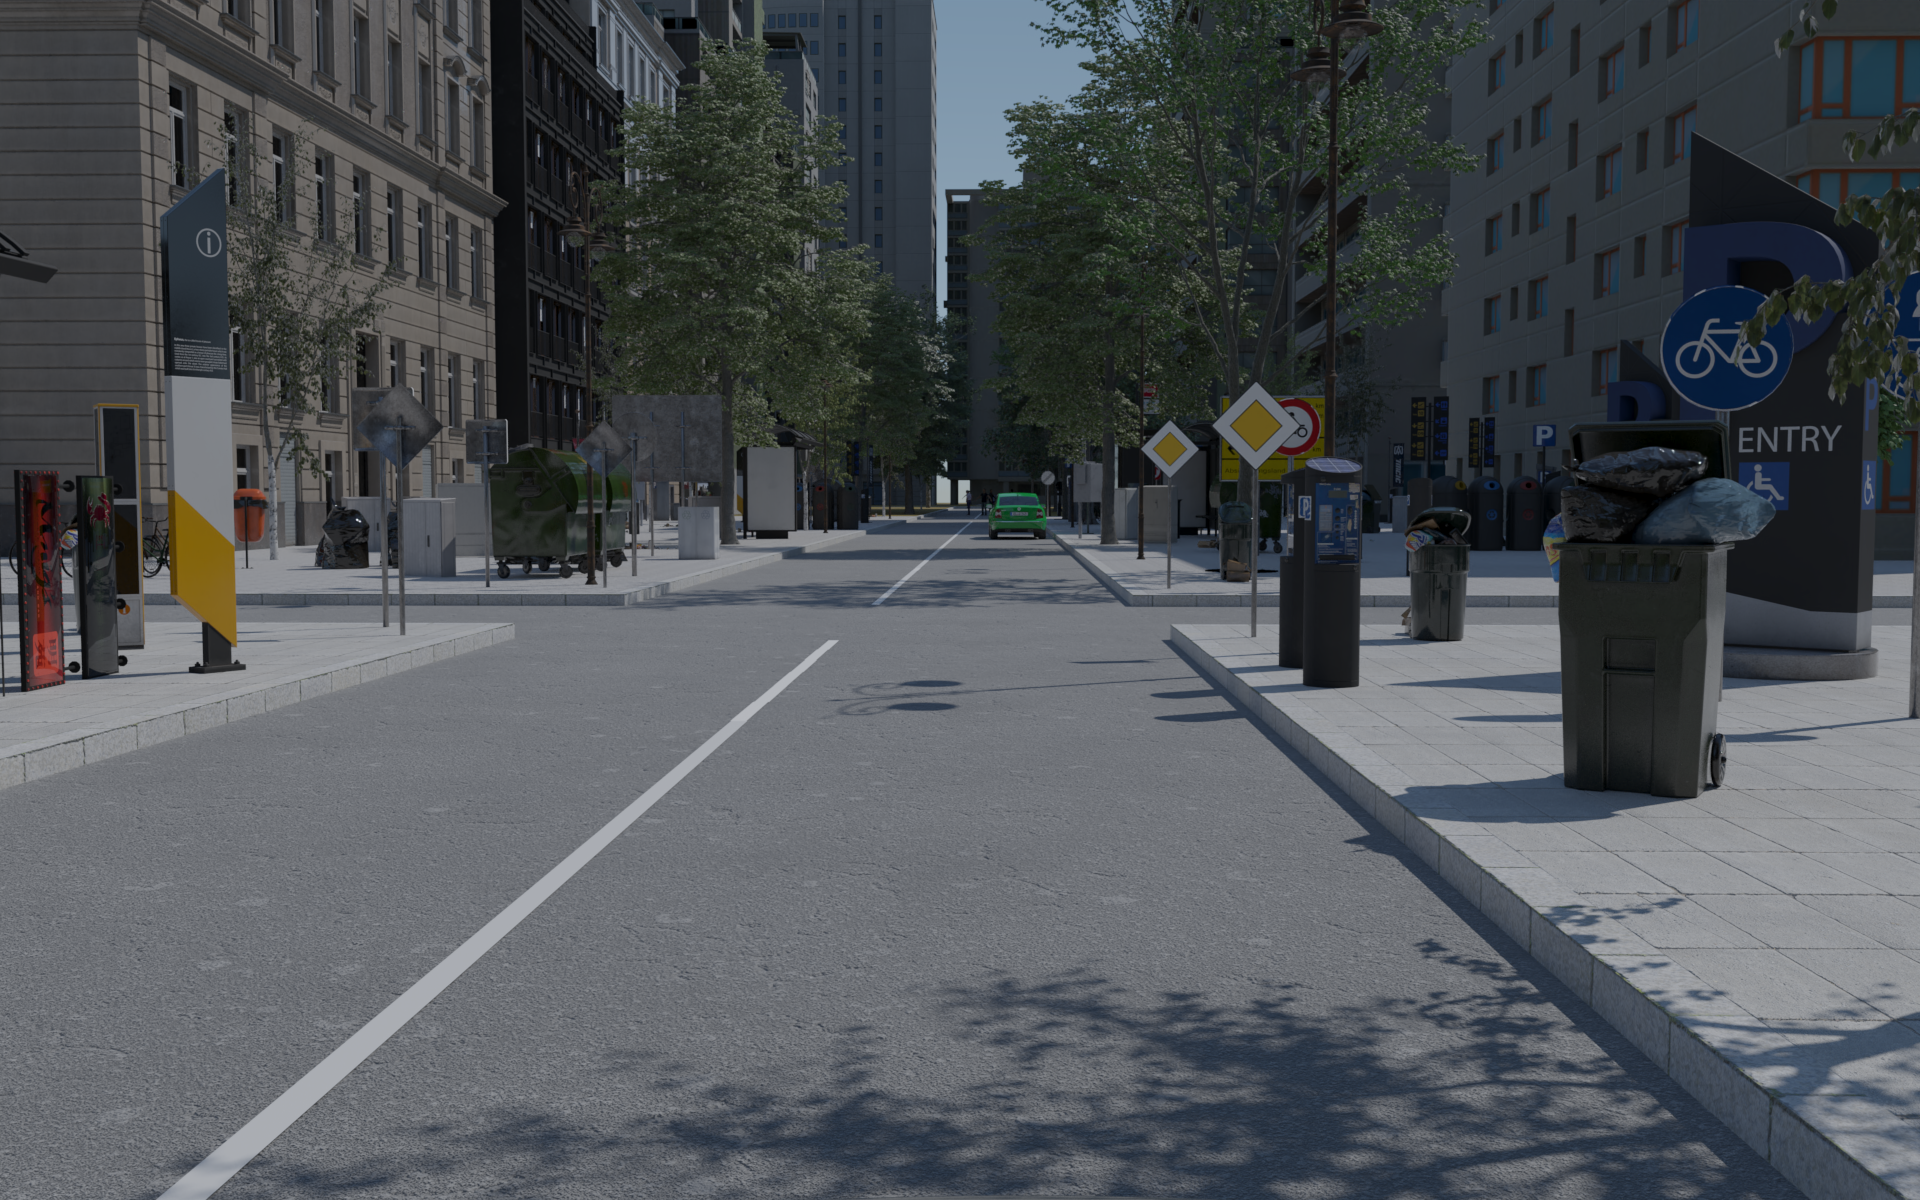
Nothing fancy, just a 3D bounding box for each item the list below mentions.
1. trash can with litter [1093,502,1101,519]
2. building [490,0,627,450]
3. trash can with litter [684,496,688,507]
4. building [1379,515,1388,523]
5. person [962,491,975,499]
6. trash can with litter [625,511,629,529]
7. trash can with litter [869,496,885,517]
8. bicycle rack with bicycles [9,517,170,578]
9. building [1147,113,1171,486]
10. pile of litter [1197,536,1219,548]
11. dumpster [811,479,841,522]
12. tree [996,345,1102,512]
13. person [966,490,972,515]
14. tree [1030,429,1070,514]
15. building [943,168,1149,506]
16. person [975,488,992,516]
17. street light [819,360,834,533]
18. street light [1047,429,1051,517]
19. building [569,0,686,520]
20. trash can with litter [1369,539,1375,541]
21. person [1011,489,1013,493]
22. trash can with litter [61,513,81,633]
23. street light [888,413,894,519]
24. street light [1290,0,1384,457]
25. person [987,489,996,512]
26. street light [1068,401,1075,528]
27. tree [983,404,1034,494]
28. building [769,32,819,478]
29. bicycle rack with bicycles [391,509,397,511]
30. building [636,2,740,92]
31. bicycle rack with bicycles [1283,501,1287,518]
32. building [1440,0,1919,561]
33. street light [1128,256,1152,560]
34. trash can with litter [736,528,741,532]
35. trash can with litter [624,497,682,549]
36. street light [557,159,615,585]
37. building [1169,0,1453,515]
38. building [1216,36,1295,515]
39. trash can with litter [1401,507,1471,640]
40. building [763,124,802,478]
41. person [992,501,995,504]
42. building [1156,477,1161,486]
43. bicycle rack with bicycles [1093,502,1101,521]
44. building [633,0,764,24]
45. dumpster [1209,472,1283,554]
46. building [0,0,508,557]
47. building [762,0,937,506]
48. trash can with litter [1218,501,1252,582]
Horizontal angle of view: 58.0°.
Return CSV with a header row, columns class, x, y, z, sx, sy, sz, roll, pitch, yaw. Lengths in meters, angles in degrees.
class,x,y,z,sx,sy,sz,roll,pitch,yaw
trash can with litter,7.338,-4.781,89.223,2.233,1.210,1.678,2,4,28
building,-20.785,-14.520,67.086,12.332,23.373,15.834,0,4,1
trash can with litter,-11.175,-3.499,68.261,1.678,1.210,2.233,2,4,28
building,29.170,-28.304,86.473,21.300,48.544,21.600,0,4,1
person,0.874,-10.205,175.349,1.348,1.824,0.705,-1,4,-18
trash can with litter,-12.310,-3.184,63.454,0.624,1.170,1.055,-2,4,-31
trash can with litter,-5.447,-5.229,96.550,2.233,1.210,1.678,2,4,31
bicycle rack with bicycles,-12.780,-0.827,26.902,2.925,0.926,2.852,2,4,24
building,29.055,-33.583,199.187,14.200,45.320,14.600,0,4,1
pile of litter,6.237,-1.669,41.253,1.176,0.858,1.719,0,4,2
dumpster,-4.960,-3.651,65.447,1.264,1.857,1.865,0,4,1
tree,7.185,-13.444,126.462,9.857,13.997,8.962,0,3,0
person,0.522,-6.595,117.259,0.436,1.711,0.756,2,4,34
tree,6.008,-9.706,109.062,4.360,8.622,3.978,0,3,0
building,10.180,-31.586,208.308,23.993,40.220,32.217,0,4,1
person,1.588,-6.538,115.403,1.348,1.822,0.705,2,4,32
street light,-4.403,-5.124,56.562,0.468,5.910,1.993,0,4,1
street light,5.099,-7.669,98.171,0.468,5.910,1.993,0,4,1
building,-21.828,-18.291,84.958,13.634,28.700,20.117,0,4,1
trash can with litter,10.225,-2.226,47.452,2.233,1.210,1.678,2,4,35
person,3.835,-7.336,128.444,1.348,1.824,0.705,-2,4,-24
trash can with litter,-8.074,-0.290,16.130,0.624,1.170,1.055,-2,4,-33
street light,-3.615,-7.118,89.169,0.468,5.910,1.993,0,4,1
street light,3.005,-2.522,14.016,0.468,5.910,1.993,0,4,1
person,2.498,-7.921,138.035,0.705,1.821,1.348,3,4,37
street light,4.300,-5.700,65.977,0.468,5.910,1.993,0,4,1
tree,7.168,-16.003,172.025,12.009,13.543,11.850,0,3,0
building,-20.107,-28.934,156.672,14.086,41.232,14.154,0,4,1
bicycle rack with bicycles,-13.181,-1.718,41.469,2.852,0.926,2.925,1,4,18
building,-21.360,-20.454,106.127,14.160,30.474,14.107,0,4,1
bicycle rack with bicycles,16.538,-4.698,90.194,2.852,0.926,2.925,-2,4,-28
building,30.937,-12.305,46.224,28.899,21.520,27.650,0,4,1
street light,3.548,-3.731,33.790,0.468,5.910,1.993,0,4,1
trash can with litter,-6.853,-2.899,58.453,2.233,1.210,1.678,-2,4,-28
trash can with litter,-7.628,-1.825,40.889,1.678,1.210,2.233,-1,4,-17
street light,-5.219,-3.153,24.344,0.468,5.910,1.993,0,4,1
building,27.493,-30.994,130.461,21.300,48.544,21.600,0,4,1
building,23.656,-20.892,113.283,14.160,30.474,14.107,0,4,1
trash can with litter,4.162,-0.250,15.468,0.624,1.170,1.055,0,4,0
building,-20.150,-22.202,134.699,14.160,30.474,14.107,0,4,1
person,2.711,-6.553,118.899,1.065,1.426,0.557,0,4,1
building,28.429,-43.582,150.818,20.563,71.187,20.611,0,4,1
bicycle rack with bicycles,6.838,-4.230,82.544,2.852,0.926,2.925,0,4,-5
building,-21.390,-26.690,119.978,14.154,41.232,14.086,0,4,1
dumpster,6.351,-2.179,38.116,1.502,2.255,1.985,0,4,2
building,-21.678,-15.245,46.522,12.463,27.353,25.104,0,4,1
building,-16.853,-40.433,203.073,28.212,58.520,21.231,0,4,1
trash can with litter,4.159,-0.872,25.648,0.624,1.170,1.055,0,4,2
